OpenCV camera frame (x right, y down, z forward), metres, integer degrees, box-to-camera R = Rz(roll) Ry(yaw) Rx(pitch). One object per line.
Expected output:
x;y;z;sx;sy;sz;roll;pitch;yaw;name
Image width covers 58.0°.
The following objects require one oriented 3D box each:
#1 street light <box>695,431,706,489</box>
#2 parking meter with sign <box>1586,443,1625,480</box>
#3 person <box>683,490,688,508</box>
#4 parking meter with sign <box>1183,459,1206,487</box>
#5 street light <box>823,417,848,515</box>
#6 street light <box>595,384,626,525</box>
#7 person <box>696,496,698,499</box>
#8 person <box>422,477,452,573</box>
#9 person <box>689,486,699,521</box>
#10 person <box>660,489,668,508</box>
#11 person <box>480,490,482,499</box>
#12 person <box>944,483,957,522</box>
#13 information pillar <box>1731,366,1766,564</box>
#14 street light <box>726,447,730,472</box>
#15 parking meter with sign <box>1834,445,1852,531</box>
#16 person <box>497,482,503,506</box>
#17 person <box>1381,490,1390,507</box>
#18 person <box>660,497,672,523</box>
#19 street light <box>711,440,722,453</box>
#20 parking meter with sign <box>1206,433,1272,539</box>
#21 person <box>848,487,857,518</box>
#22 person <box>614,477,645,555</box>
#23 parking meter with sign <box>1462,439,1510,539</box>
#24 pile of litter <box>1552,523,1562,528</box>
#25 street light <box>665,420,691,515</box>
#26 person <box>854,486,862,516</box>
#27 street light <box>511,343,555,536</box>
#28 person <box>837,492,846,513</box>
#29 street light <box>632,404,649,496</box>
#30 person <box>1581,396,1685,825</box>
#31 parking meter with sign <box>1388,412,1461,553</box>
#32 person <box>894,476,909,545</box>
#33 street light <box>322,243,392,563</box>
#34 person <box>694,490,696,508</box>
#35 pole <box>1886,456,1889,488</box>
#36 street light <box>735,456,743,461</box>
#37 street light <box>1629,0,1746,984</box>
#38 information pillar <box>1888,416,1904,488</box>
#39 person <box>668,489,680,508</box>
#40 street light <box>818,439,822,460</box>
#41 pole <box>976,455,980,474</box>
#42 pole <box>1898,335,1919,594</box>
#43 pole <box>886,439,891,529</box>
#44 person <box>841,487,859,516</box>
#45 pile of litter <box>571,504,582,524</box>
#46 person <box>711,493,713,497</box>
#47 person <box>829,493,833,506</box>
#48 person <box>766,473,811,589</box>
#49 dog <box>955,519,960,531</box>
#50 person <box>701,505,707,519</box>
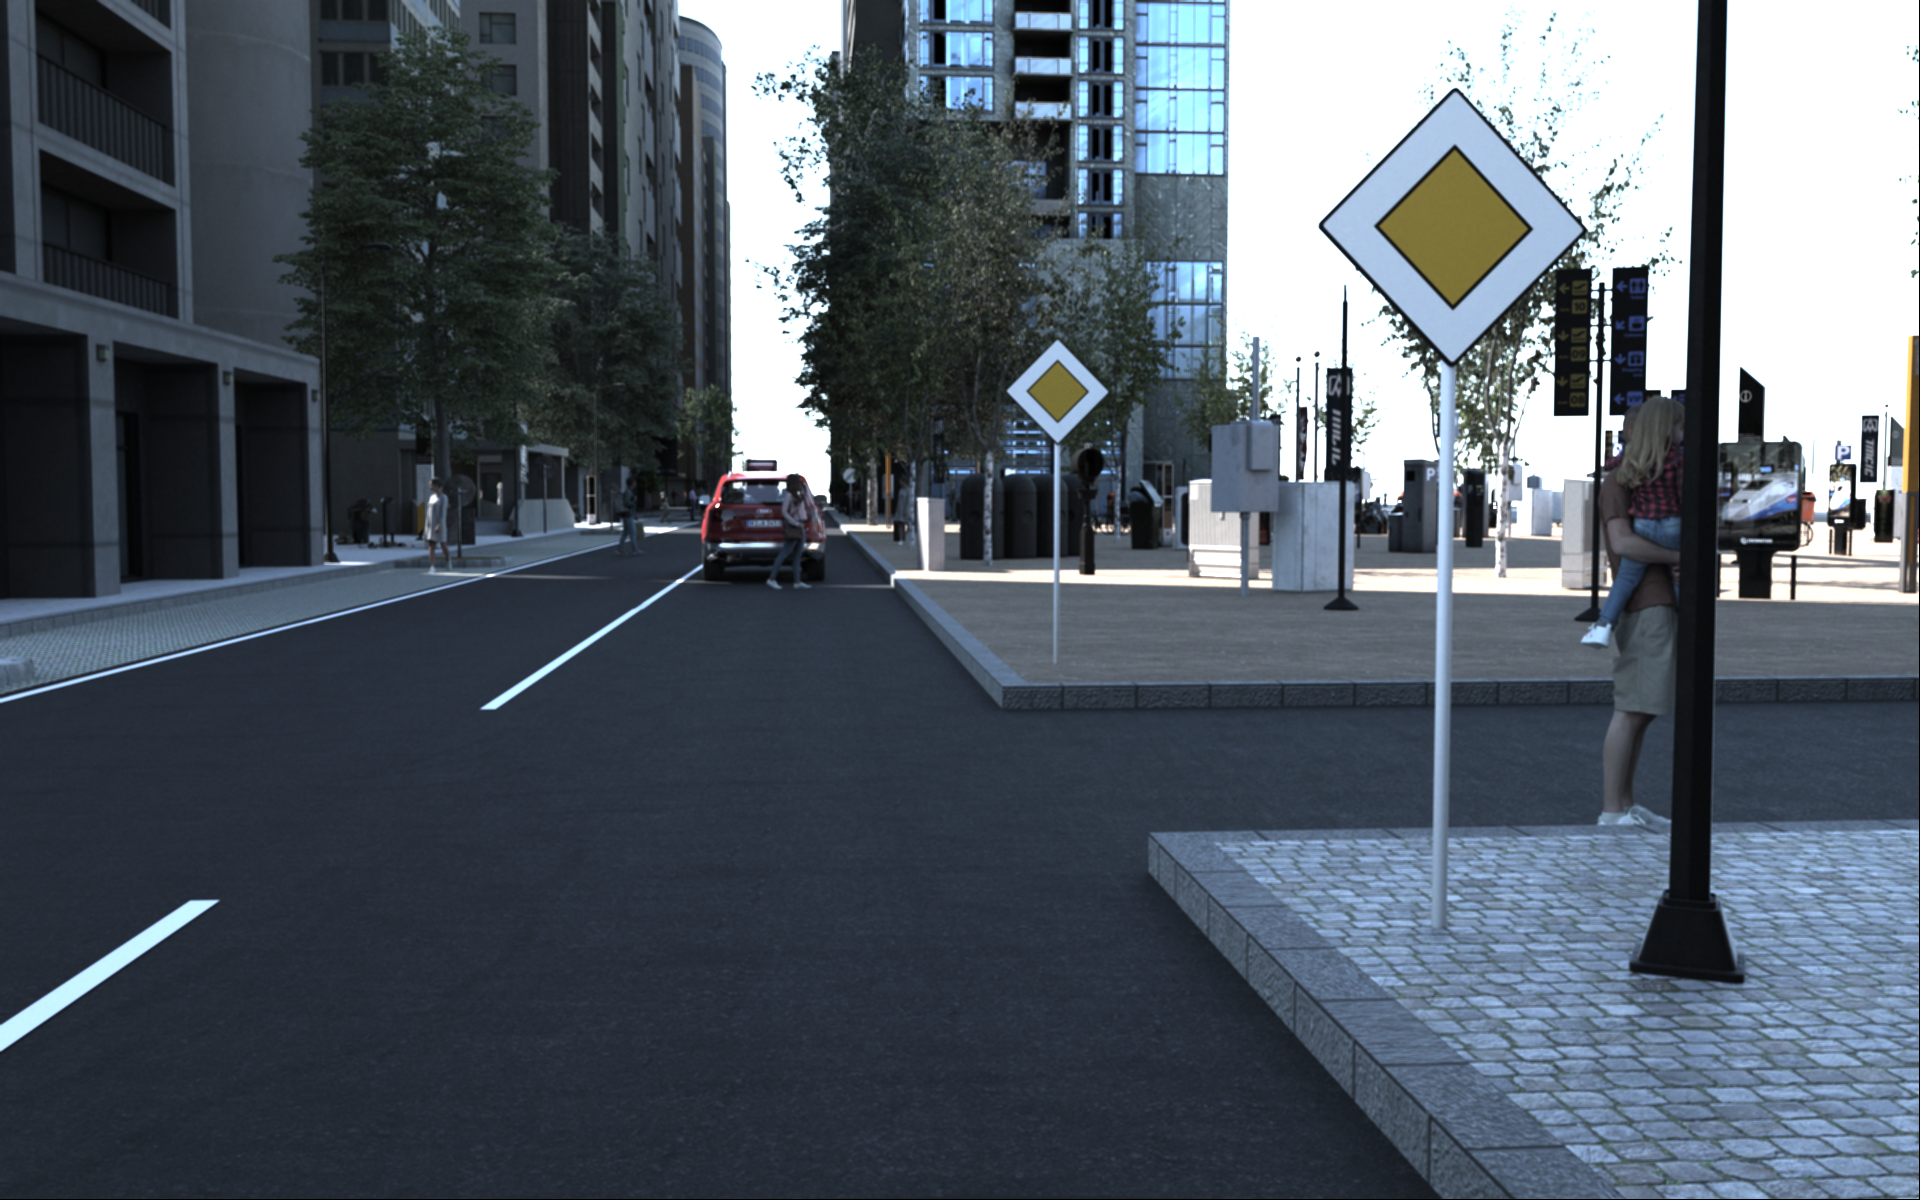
-19.516;-9.507;127.988;1.470;5.913;1.316;0;4;-5;street light
21.712;-3.840;59.050;1.738;3.016;0.543;-1;4;-16;parking meter with sign
-25.826;-9.493;162.715;0.593;1.643;0.415;3;5;39;person
11.909;-5.474;85.754;1.738;3.016;0.543;0;4;6;parking meter with sign
-7.335;-8.060;104.319;1.470;5.913;1.316;0;4;-5;street light
-14.729;-6.134;72.836;1.470;5.913;1.316;0;4;-5;street light
-24.612;-9.253;160.510;0.799;1.438;0.628;2;4;23;person
-9.473;-1.355;31.403;0.466;1.731;0.760;0;4;2;person
-14.117;-5.138;92.367;0.599;1.838;0.709;-2;4;-31;person
-27.373;-9.377;160.152;1.217;1.735;0.721;3;5;43;person
-20.511;-4.078;73.082;0.716;1.782;0.532;2;4;34;person
-0.390;-4.439;78.791;0.590;1.801;0.661;-1;4;-18;person
14.377;-2.458;31.541;0.183;3.616;0.504;-3;5;-40;information pillar
-23.261;-12.142;171.063;1.470;5.913;1.316;0;4;-5;street light
30.965;-3.936;60.622;0.543;3.016;1.738;1;4;21;parking meter with sign
-20.498;-4.368;77.637;0.526;1.800;0.537;0;4;-1;person
42.200;-9.996;171.926;0.705;1.826;1.348;-3;5;-42;person
-14.361;-4.391;84.571;0.640;1.303;0.475;0;4;2;person
-21.331;-10.717;147.765;1.470;5.913;1.316;0;4;-5;street light
8.004;-3.247;49.351;1.738;3.016;0.543;1;4;22;parking meter with sign
-5.881;-5.321;94.503;0.593;1.643;0.415;1;4;10;person
-7.718;-1.960;40.532;0.713;1.824;0.794;0;4;3;person
14.972;-3.302;50.251;1.738;3.016;0.543;3;4;38;parking meter with sign
23.544;-3.194;66.189;1.176;0.858;1.719;-3;5;-42;pile of litter
-17.809;-8.297;108.202;1.470;5.913;1.316;0;4;-5;street light
-6.118;-5.891;103.142;1.217;1.735;0.721;1;4;21;person
-13.067;-4.924;53.046;1.470;5.913;1.316;0;4;-5;street light
-8.069;-6.878;119.047;0.990;1.755;0.434;-3;5;-40;person
-16.167;-7.087;88.410;1.470;5.913;1.316;0;4;-5;street light
2.840;0.081;7.157;0.573;1.828;0.580;0;4;-7;person
10.041;-2.538;37.757;0.543;3.016;1.738;-2;4;-26;parking meter with sign
-1.408;-2.259;43.735;0.466;1.731;0.760;1;4;14;person
-11.197;-3.645;32.133;1.470;5.913;1.316;0;4;-5;street light
-21.199;-8.061;138.565;1.217;1.735;0.721;-2;4;-24;person
49.518;-6.027;92.379;0.158;3.312;0.155;0;3;0;pole
-24.975;-13.353;190.854;1.470;5.913;1.316;0;4;-5;street light
1.441;-1.954;4.493;1.470;5.913;1.316;0;4;-5;street light
27.974;-3.696;51.782;0.504;3.616;0.183;-1;4;-10;information pillar
-26.994;-9.571;163.354;1.217;1.723;0.721;1;4;9;person
-10.814;-10.494;144.110;1.470;5.913;1.316;0;4;-5;street light
0.896;-5.770;88.177;0.158;3.312;0.155;0;3;0;pole
12.252;-1.740;22.298;0.158;3.312;0.155;0;3;0;pole
-2.639;-4.287;63.944;0.158;3.312;0.155;0;3;0;pole
-6.474;-5.812;101.793;1.217;1.736;0.721;2;4;25;person
-17.040;-3.760;75.440;1.176;0.858;1.719;1;4;9;pile of litter
-25.068;-10.160;172.941;0.721;1.735;1.217;3;4;37;person
-13.527;-10.621;182.951;0.557;1.426;1.065;-3;5;-44;person
-2.597;-1.051;26.269;0.643;1.750;0.593;1;4;12;person
0.227;-2.638;60.862;0.748;0.427;0.550;1;4;10;dog
-14.850;-5.414;100.206;0.799;1.438;0.628;2;4;32;person
